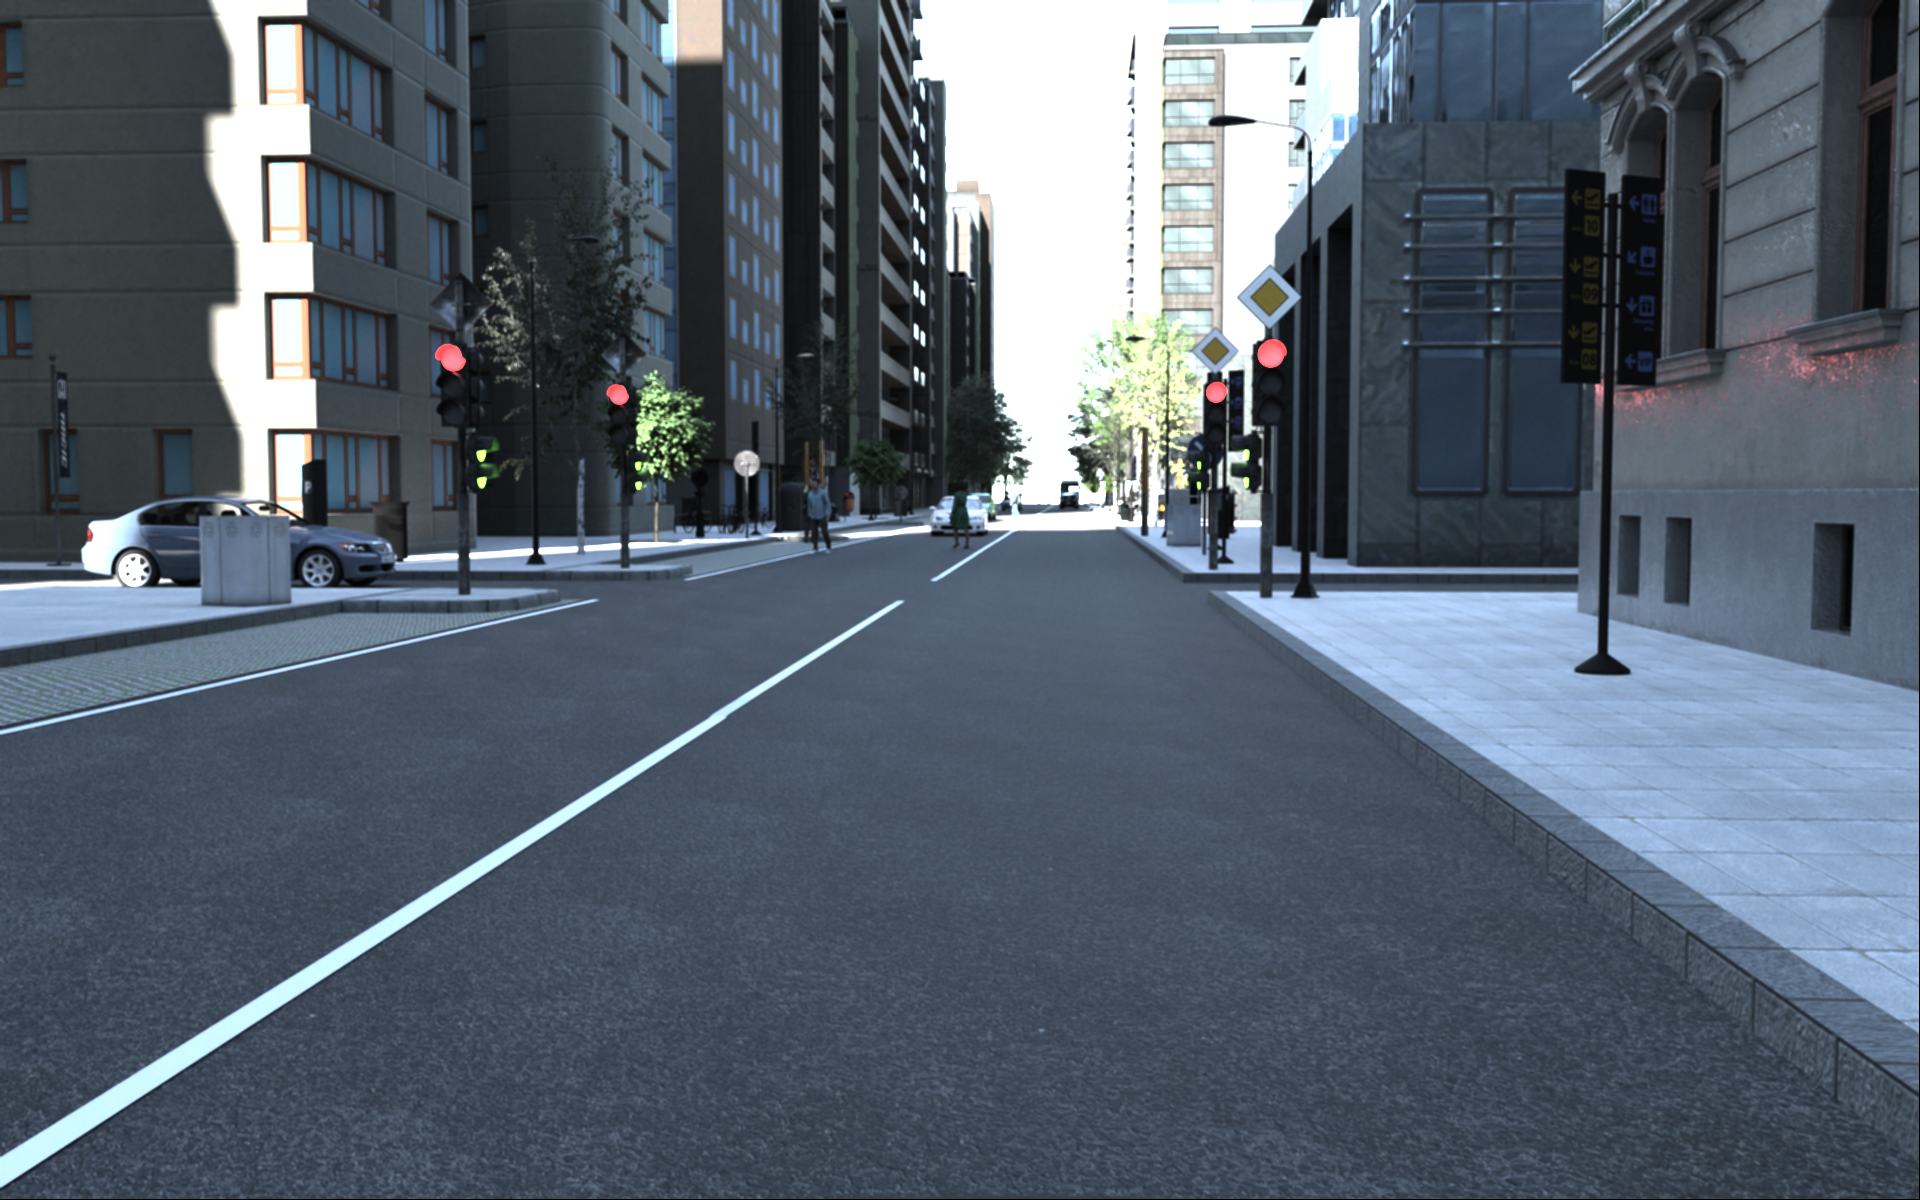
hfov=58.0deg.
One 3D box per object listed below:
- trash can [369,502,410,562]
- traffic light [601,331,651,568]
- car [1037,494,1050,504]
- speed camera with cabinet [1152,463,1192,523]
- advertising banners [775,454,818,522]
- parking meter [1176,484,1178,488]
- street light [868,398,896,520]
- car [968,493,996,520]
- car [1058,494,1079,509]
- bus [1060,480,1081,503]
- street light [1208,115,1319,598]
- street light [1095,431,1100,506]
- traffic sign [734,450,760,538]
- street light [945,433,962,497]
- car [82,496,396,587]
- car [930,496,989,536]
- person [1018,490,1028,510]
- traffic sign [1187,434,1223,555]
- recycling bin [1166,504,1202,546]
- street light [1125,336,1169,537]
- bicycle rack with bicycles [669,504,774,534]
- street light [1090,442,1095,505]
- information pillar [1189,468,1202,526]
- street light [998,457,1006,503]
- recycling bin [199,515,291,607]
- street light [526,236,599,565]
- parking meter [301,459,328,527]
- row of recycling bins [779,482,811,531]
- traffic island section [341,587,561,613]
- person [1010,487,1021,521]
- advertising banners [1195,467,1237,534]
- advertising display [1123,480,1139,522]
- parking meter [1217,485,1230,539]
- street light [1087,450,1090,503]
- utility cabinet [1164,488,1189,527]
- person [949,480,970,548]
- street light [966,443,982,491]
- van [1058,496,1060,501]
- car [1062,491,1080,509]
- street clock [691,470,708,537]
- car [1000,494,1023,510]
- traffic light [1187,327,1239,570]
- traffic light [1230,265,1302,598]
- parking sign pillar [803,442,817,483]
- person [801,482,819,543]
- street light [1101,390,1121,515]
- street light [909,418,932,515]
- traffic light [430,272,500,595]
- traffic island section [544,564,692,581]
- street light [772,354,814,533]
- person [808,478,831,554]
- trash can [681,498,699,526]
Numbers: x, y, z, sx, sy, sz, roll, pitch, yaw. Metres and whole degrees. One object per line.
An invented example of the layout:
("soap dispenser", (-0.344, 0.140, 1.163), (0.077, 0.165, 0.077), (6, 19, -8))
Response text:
("trash can", (-10.730, -1.283, 32.626), (0.748, 1.137, 0.748), (0, 3, 0))
("traffic light", (-5.802, -2.511, 29.976), (0.839, 4.253, 0.868), (0, 4, 4))
("car", (12.119, -14.714, 250.169), (1.945, 1.707, 3.694), (0, 4, 5))
("speed camera with cabinet", (9.563, -5.052, 76.940), (2.038, 3.252, 0.660), (1, 4, 11))
("advertising banners", (-7.175, -4.887, 76.082), (2.074, 3.025, 0.090), (1, 4, 20))
("parking meter", (12.839, -5.859, 101.502), (0.255, 1.863, 0.399), (2, 4, 23))
("street light", (-3.785, -6.829, 84.192), (1.470, 5.913, 1.316), (0, 4, 4))
("car", (1.010, -5.326, 95.871), (1.959, 1.807, 4.718), (0, 4, 5))
("car", (10.514, -9.674, 167.962), (2.009, 1.686, 4.222), (0, 4, 4))
("bus", (14.571, -14.334, 229.221), (2.948, 3.499, 13.247), (0, 4, 4))
("street light", (3.745, -2.986, 21.367), (1.470, 5.913, 1.316), (0, 4, 4))
("street light", (9.000, -8.047, 104.104), (1.470, 5.913, 1.316), (0, 4, 4))
("traffic sign", (-6.205, -3.076, 50.400), (0.768, 2.556, 0.104), (0, 4, 4))
("street light", (-0.567, -9.804, 132.837), (1.470, 5.913, 1.316), (0, 4, 4))
("car", (-10.923, -0.882, 26.416), (4.499, 1.417, 2.014), (0, 4, 2))
("car", (0.006, -2.968, 60.886), (2.083, 1.381, 4.827), (0, 4, 3))
("person", (5.593, -9.309, 160.705), (1.348, 1.824, 0.705), (-1, 4, -9))
("traffic sign", (5.174, -2.232, 36.607), (0.768, 2.556, 0.104), (1, 4, 10))
("recycling bin", (5.534, -1.851, 42.812), (0.722, 1.027, 0.722), (0, 4, -8))
("street light", (5.585, -4.807, 51.136), (1.470, 5.913, 1.316), (0, 4, 4))
("bicycle rack with bicycles", (-8.016, -2.673, 57.086), (2.852, 0.926, 2.925), (1, 4, 18))
("street light", (10.522, -9.486, 127.644), (1.470, 5.913, 1.316), (0, 4, 4))
("information pillar", (6.713, -2.748, 49.428), (0.304, 2.012, 0.304), (2, 4, 24))
("street light", (4.707, -14.903, 216.201), (1.470, 5.913, 1.316), (0, 4, 4))
("recycling bin", (-8.306, -0.464, 20.141), (0.722, 1.027, 0.722), (2, 4, 25))
("street light", (-7.193, -3.598, 31.372), (1.470, 5.913, 1.316), (0, 4, 4))
("parking meter", (-10.961, -1.450, 29.421), (0.399, 1.863, 0.255), (2, 4, 33))
("row of recycling bins", (-5.751, -3.299, 61.053), (1.069, 1.692, 3.534), (0, 4, 4))
("traffic island section", (-6.353, 0.008, 22.145), (2.009, 0.180, 2.903), (0, 4, 4))
("person", (2.858, -5.026, 91.019), (0.721, 1.781, 0.623), (-1, 4, -23))
("advertising banners", (8.207, -3.653, 55.921), (2.074, 3.025, 0.090), (-3, 4, -38))
("advertising display", (7.974, -4.620, 80.751), (0.974, 1.923, 0.123), (-3, 5, -42))
("parking meter", (7.579, -2.539, 49.916), (0.372, 1.533, 0.369), (0, 3, 0))
("street light", (12.165, -11.083, 153.753), (1.470, 5.913, 1.316), (0, 4, 4))
("utility cabinet", (8.279, -3.490, 65.742), (1.173, 1.500, 0.318), (-3, 4, -37))
("person", (0.017, -2.259, 45.679), (0.529, 1.795, 0.600), (3, 5, 43))
("street light", (1.128, -11.409, 159.071), (1.470, 5.913, 1.316), (0, 4, 4))
("van", (14.914, -14.563, 245.109), (2.013, 2.044, 4.112), (0, 4, 2))
("car", (11.007, -9.964, 172.501), (1.945, 1.707, 3.694), (0, 4, 4))
("street clock", (-7.693, -2.853, 51.220), (0.471, 2.002, 0.358), (-3, 5, -42))
("car", (4.592, -8.609, 152.754), (2.014, 1.417, 4.499), (0, 4, 4))
("traffic light", (4.290, -2.473, 29.347), (0.839, 4.253, 0.868), (0, 4, 4))
("traffic light", (3.778, -1.985, 21.378), (0.839, 4.253, 0.868), (0, 4, 4))
("parking sign pillar", (-7.825, -6.214, 90.076), (1.447, 3.967, 1.447), (-1, 4, -18))
("person", (-4.355, -2.557, 50.733), (0.576, 1.772, 0.534), (0, 4, -6))
("street light", (7.159, -6.431, 77.687), (1.470, 5.913, 1.316), (0, 4, 4))
("street light", (-2.440, -8.185, 106.366), (1.470, 5.913, 1.316), (0, 4, 4))
("traffic light", (-6.313, -2.024, 22.008), (0.839, 4.253, 0.868), (0, 4, 4))
("traffic island section", (-5.841, -0.479, 30.113), (2.009, 0.180, 2.903), (0, 4, 4))
("street light", (-5.536, -5.195, 57.480), (1.470, 5.913, 1.316), (0, 4, 4))
("person", (-3.342, -2.018, 41.506), (0.660, 1.820, 0.620), (1, 4, 21))
("trash can", (-10.763, -3.511, 69.054), (0.748, 1.137, 0.748), (0, 3, 0))
